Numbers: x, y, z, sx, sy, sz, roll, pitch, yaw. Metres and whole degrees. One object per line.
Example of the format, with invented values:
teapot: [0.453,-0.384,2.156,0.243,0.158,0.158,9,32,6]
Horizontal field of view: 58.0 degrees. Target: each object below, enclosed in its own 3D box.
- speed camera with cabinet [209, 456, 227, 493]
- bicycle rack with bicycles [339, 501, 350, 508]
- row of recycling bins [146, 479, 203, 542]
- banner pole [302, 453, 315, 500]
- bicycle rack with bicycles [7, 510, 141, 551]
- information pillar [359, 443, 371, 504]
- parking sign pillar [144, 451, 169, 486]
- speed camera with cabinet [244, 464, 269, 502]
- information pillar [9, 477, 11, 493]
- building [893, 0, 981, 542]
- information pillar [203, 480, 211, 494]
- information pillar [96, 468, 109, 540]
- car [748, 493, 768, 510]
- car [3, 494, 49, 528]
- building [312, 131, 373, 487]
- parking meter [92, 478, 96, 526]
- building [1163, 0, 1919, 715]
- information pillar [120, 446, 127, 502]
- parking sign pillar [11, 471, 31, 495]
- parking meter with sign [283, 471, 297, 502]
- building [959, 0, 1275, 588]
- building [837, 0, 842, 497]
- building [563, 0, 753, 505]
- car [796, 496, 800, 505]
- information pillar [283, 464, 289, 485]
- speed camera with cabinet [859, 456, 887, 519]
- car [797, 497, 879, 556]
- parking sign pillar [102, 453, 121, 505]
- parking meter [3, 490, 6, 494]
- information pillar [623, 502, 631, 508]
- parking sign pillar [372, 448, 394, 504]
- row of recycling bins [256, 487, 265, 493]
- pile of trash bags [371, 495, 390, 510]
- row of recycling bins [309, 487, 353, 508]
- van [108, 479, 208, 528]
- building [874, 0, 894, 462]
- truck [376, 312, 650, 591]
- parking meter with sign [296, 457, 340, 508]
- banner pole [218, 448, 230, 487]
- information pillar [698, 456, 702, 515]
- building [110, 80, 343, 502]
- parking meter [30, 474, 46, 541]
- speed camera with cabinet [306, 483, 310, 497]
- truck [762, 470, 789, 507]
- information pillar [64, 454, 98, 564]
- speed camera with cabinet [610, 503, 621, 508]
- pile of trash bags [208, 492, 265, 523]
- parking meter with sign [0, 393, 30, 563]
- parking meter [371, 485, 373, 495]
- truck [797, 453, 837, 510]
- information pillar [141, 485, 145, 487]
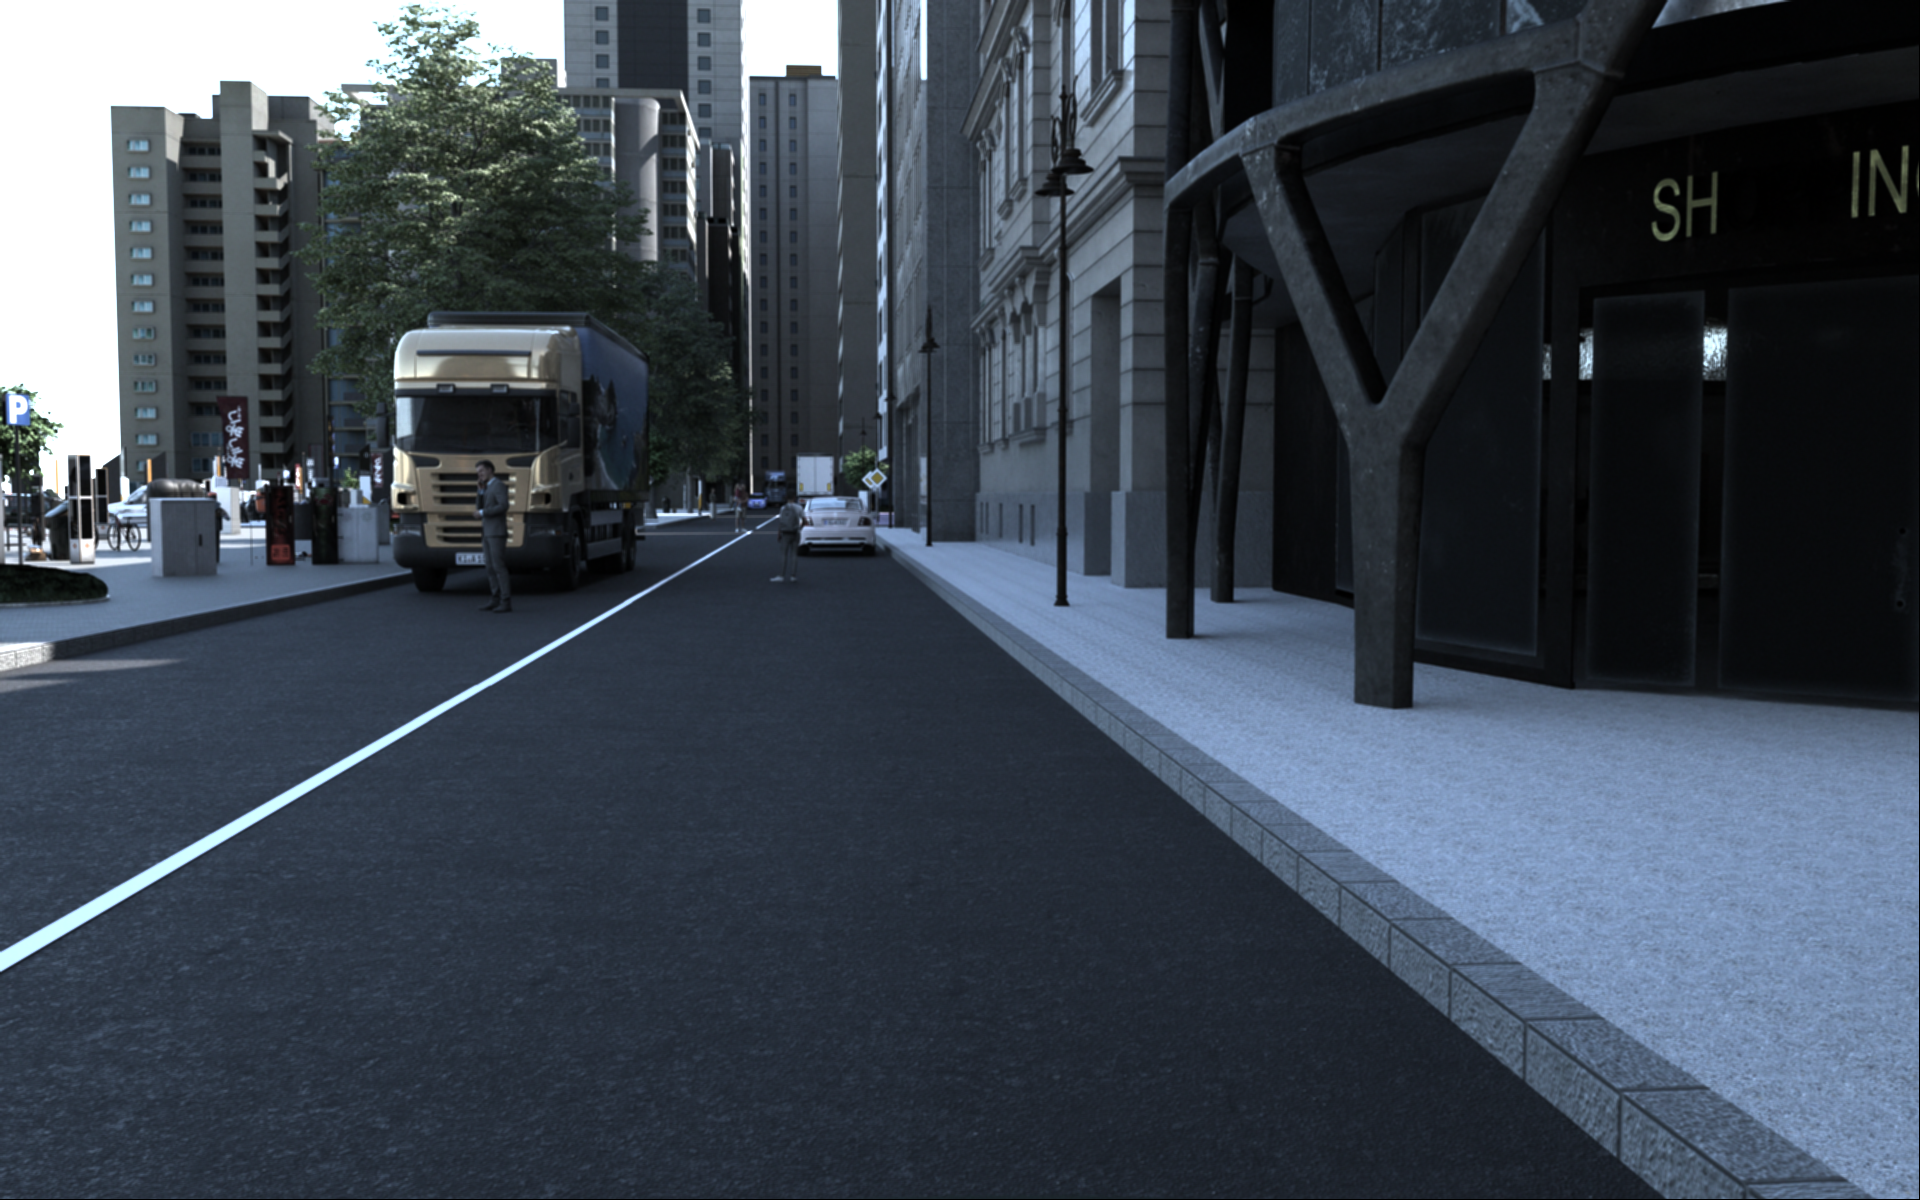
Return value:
speed camera with cabinet: [-38.071,-5.823,89.545,0.660,3.252,2.038,-3,4,-36]
bicycle rack with bicycles: [-31.067,-4.372,84.857,2.852,0.926,2.925,-1,4,-16]
row of recycling bins: [-21.697,-2.502,48.020,1.069,1.692,3.534,-1,4,-12]
banner pole: [-39.398,-7.012,104.666,0.863,3.779,0.401,0,4,-6]
bicycle rack with bicycles: [-20.228,-1.581,39.228,2.852,0.926,2.925,-3,5,-44]
information pillar: [-27.233,-5.381,79.340,0.504,3.616,0.183,-1,4,-14]
parking sign pillar: [-49.862,-7.280,107.503,1.447,3.967,1.447,-1,4,-8]
speed camera with cabinet: [-46.669,-7.367,114.791,0.660,3.252,2.038,1,4,16]
information pillar: [-74.056,-8.794,135.139,0.504,3.616,0.183,2,4,33]
building: [4.277,-14.556,56.005,12.078,24.808,19.932,0,4,-5]
information pillar: [-39.685,-5.309,91.292,0.304,2.012,0.304,-3,5,-44]
information pillar: [-24.147,-2.706,48.731,0.304,2.012,0.304,-2,4,-32]
car: [-18.824,-9.253,160.874,1.945,1.707,3.694,0,4,-5]
car: [-36.354,-3.527,67.461,4.222,1.686,2.009,0,4,-6]
building: [-60.881,-33.899,208.868,28.867,44.769,22.147,0,4,-5]
parking meter: [-30.910,-3.451,62.128,0.255,1.863,0.399,-1,4,-9]
building: [9.991,-9.000,14.595,16.820,18.784,16.811,0,4,-5]
information pillar: [-40.839,-5.703,84.597,0.504,3.616,0.183,3,5,40]
parking sign pillar: [-71.211,-8.739,131.358,1.447,3.967,1.447,-1,4,-21]
parking meter with sign: [-49.794,-8.147,129.466,0.543,3.016,1.738,1,4,13]
building: [7.521,-15.102,34.306,14.401,28.519,23.554,0,4,-5]
building: [1.311,-31.250,134.643,21.300,48.544,21.600,0,4,-5]
building: [-36.356,-47.308,211.736,20.611,71.187,20.563,0,4,-5]
car: [-14.246,-9.072,160.332,2.014,1.417,4.499,0,4,-5]
information pillar: [-52.688,-8.812,135.432,0.504,3.616,0.183,2,4,31]
speed camera with cabinet: [-4.525,-5.864,90.212,0.660,3.252,2.038,2,4,28]
car: [-2.986,-1.791,41.647,2.083,1.381,4.827,0,4,-4]
parking sign pillar: [-53.845,-7.446,110.218,1.447,3.967,1.447,0,4,-3]
parking meter: [-62.846,-6.442,113.742,0.372,1.533,0.369,0,3,0]
information pillar: [-14.727,-5.212,76.575,0.183,3.616,0.504,2,4,23]
parking sign pillar: [-32.306,-6.661,97.382,1.447,3.967,1.447,0,4,-3]
row of recycling bins: [-38.225,-5.410,95.561,1.069,1.692,3.534,-2,4,-26]
pile of trash bags: [-30.384,-4.946,90.623,3.447,1.369,1.912,3,4,36]
row of recycling bins: [-36.853,-5.792,101.814,3.534,1.692,1.069,2,4,29]
van: [-31.615,-3.716,67.764,4.112,2.044,2.013,0,4,-6]
building: [3.308,-18.843,79.790,14.107,30.474,14.160,0,4,-5]
truck: [-7.073,-2.451,28.992,2.839,4.237,11.283,0,4,-4]
parking meter with sign: [-29.842,-5.171,80.802,1.738,3.016,0.543,-3,5,-45]
banner pole: [-40.036,-6.371,94.182,0.401,3.779,0.863,2,4,32]
information pillar: [-15.895,-7.004,105.877,0.183,3.616,0.504,-1,4,-19]
building: [-86.084,-35.697,207.340,21.600,48.544,21.300,0,4,-5]
parking meter: [-25.215,-2.547,47.354,0.255,1.863,0.399,-1,4,-12]
speed camera with cabinet: [-50.249,-8.583,134.661,0.660,3.252,2.038,0,4,-1]
truck: [-21.559,-13.055,203.199,2.967,4.110,18.799,0,4,-5]
information pillar: [-16.107,-1.666,31.729,0.304,2.012,0.304,2,4,27]
speed camera with cabinet: [-25.824,-8.307,130.155,0.660,3.252,2.038,2,4,29]
pile of trash bags: [-34.595,-4.522,83.680,3.447,1.369,1.912,-3,4,-36]
parking meter with sign: [-17.234,-2.089,30.420,1.738,3.016,0.543,1,4,14]
parking meter: [-43.667,-7.524,128.735,0.399,1.863,0.255,3,5,45]
truck: [-10.302,-8.282,124.331,2.839,4.237,11.283,0,4,-4]
information pillar: [-65.493,-8.226,138.981,0.304,2.012,0.304,2,4,33]
